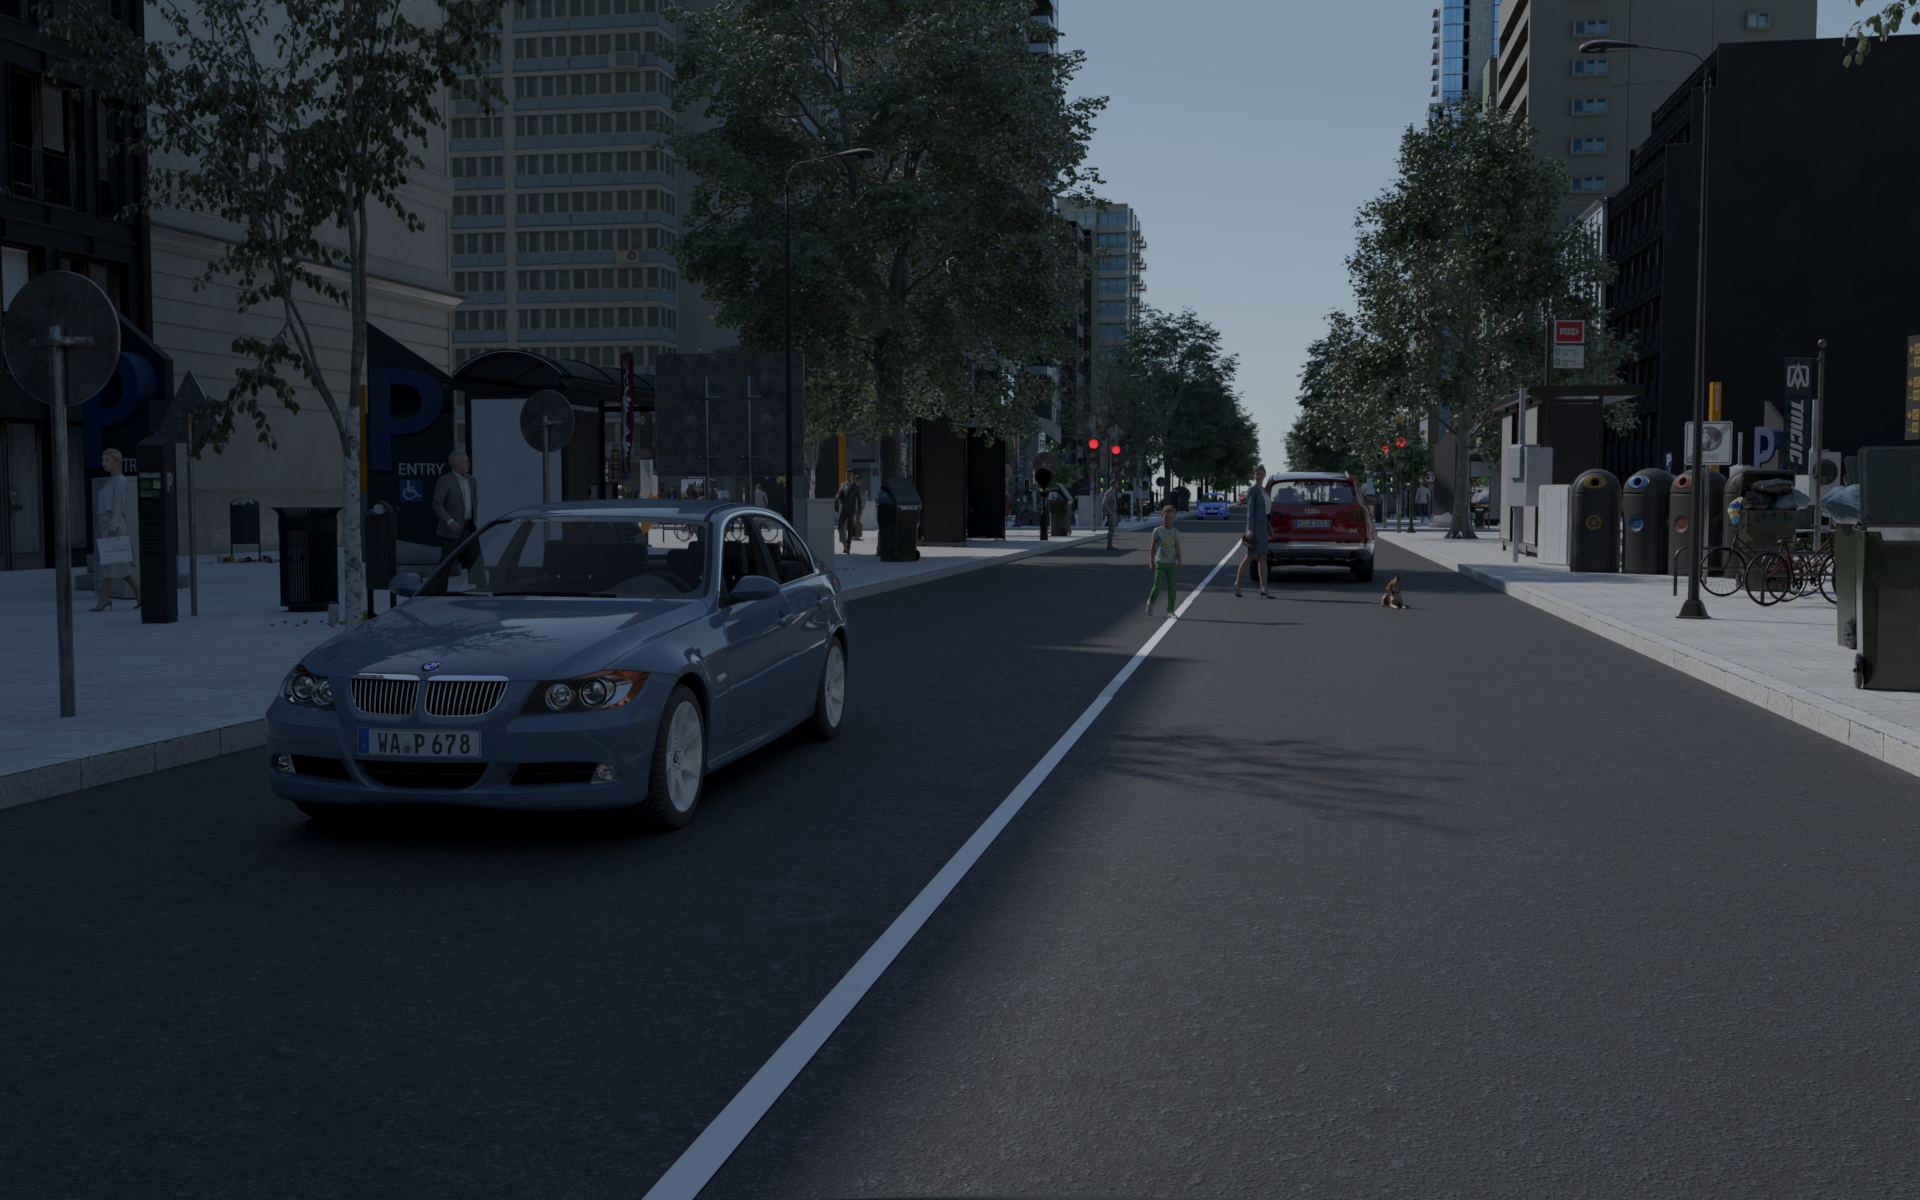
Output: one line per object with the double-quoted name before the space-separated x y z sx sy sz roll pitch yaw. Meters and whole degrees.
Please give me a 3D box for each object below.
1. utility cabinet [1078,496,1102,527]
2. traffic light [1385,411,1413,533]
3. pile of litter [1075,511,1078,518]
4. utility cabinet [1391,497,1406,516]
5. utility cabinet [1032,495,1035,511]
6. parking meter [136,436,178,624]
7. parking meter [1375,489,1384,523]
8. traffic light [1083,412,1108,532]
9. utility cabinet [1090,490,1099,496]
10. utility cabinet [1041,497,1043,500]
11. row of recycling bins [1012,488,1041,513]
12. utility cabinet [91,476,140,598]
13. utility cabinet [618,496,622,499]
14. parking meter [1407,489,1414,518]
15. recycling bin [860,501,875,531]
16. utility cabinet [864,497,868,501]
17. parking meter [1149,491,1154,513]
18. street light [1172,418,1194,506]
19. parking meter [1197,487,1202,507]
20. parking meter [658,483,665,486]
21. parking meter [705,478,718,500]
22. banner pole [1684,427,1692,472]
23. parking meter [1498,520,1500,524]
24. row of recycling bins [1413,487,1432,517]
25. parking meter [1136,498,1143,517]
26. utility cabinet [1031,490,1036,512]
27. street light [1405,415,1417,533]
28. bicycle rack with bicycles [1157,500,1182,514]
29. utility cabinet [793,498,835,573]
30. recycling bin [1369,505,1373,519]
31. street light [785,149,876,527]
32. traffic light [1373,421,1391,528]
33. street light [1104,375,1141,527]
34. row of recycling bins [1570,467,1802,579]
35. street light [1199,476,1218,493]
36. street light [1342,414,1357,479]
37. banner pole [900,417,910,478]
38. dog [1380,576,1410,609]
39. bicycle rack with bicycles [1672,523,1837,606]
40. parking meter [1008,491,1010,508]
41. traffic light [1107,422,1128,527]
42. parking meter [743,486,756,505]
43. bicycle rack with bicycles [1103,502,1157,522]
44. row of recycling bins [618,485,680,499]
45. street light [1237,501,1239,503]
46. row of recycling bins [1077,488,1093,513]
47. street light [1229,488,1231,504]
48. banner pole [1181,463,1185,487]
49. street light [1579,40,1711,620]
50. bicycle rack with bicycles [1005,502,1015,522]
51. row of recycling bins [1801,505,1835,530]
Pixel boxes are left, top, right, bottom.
"utility cabinet" 5.131 -3.492 68.261 1.020 1.237 0.306 3 5 45
"traffic light" 14.489 -4.174 57.160 0.839 4.253 0.868 1 4 11
"pile of litter" 6.955 -4.750 91.622 1.719 0.858 1.176 1 4 9
"utility cabinet" 25.432 -5.464 100.500 0.306 1.237 1.020 -2 4 -31
"utility cabinet" 3.632 -5.028 93.371 0.306 1.237 1.020 -2 4 -34
"parking meter" -7.988 -0.705 17.233 0.255 1.863 0.399 0 4 -7
"parking meter" 18.625 -4.190 76.924 0.372 1.533 0.369 0 3 0
"traffic light" 4.595 -4.285 58.981 0.839 4.253 0.868 1 4 11
"utility cabinet" 10.814 -7.820 136.529 1.173 1.500 0.318 -1 4 -11
"utility cabinet" 6.573 -8.000 141.969 0.306 1.237 1.020 -2 4 -30
"row of recycling bins" 4.395 -6.536 113.971 1.069 1.692 3.534 -1 4 -21
"utility cabinet" -10.392 -0.779 21.418 0.318 1.500 1.173 -3 5 -43
"utility cabinet" -10.320 -2.394 50.303 1.020 1.237 0.306 0 4 0
"parking meter" 24.513 -5.250 94.242 0.372 1.533 0.369 0 3 0
"recycling bin" -3.393 -2.967 61.064 0.722 1.027 0.722 -1 4 -13
"utility cabinet" -4.751 -4.440 83.747 0.306 1.237 1.020 1 4 19
"parking meter" 13.307 -6.840 120.244 0.372 1.533 0.369 0 3 0
"street light" 13.588 -8.175 106.204 1.470 5.913 1.316 1 4 11
"parking meter" 18.811 -7.969 136.010 0.399 1.863 0.255 -3 4 -38
"parking meter" -15.325 -5.089 88.923 0.255 1.863 0.399 1 4 16
"parking meter" -8.937 -3.459 62.265 0.399 1.863 0.255 2 4 29
"banner pole" 27.462 -4.590 65.062 0.863 3.779 0.401 0 4 -1
"parking meter" 23.051 -4.184 74.111 0.399 1.863 0.255 2 4 23
"row of recycling bins" 26.809 -5.703 100.355 1.069 1.692 3.534 1 4 20
"parking meter" 9.937 -5.534 96.187 0.399 1.863 0.255 0 4 8
"utility cabinet" 4.135 -5.789 103.333 0.318 1.500 1.173 2 4 31
"street light" 14.375 -5.176 57.169 1.470 5.913 1.316 1 4 11
"bicycle rack with bicycles" 13.291 -6.139 113.757 2.852 0.926 2.925 -2 4 -26
"utility cabinet" -2.178 -0.878 25.515 0.306 1.237 1.020 1 4 19
"recycling bin" 20.117 -4.499 86.107 0.722 1.027 0.722 0 4 7
"street light" -1.813 -3.120 23.551 1.470 5.913 1.316 1 4 11
"traffic light" 15.952 -4.654 65.011 0.839 4.253 0.868 1 4 11
"street light" 6.344 -5.815 67.609 1.470 5.913 1.316 1 4 11
"row of recycling bins" 11.283 -1.245 27.473 1.069 1.692 3.534 -2 4 -35
"street light" 20.179 -10.363 141.970 1.470 5.913 1.316 1 4 11
"street light" 22.279 -7.784 99.816 1.470 5.913 1.316 1 4 11
"banner pole" -1.739 -3.628 49.339 0.863 3.779 0.401 -3 4 -37
"dog" 5.569 -0.106 21.931 0.748 0.427 0.550 -3 5 -45
"bicycle rack with bicycles" 10.207 -0.465 20.981 2.925 0.926 2.852 -1 4 -8
"parking meter" 3.717 -7.715 134.550 0.372 1.533 0.369 0 3 0
"traffic light" 6.057 -4.765 66.831 0.839 4.253 0.868 1 4 11
"parking meter" -6.506 -2.760 53.530 0.372 1.533 0.369 0 3 0
"bicycle rack with bicycles" 7.280 -4.090 80.252 2.852 0.926 2.925 0 4 -7
"row of recycling bins" -14.019 -4.385 78.804 3.534 1.692 1.069 -1 4 -19
"street light" 35.379 -15.363 223.718 1.470 5.913 1.316 1 4 11
"row of recycling bins" 8.855 -6.796 118.223 1.069 1.692 3.534 2 4 25
"street light" 27.382 -12.728 180.643 1.470 5.913 1.316 1 4 11
"banner pole" 17.831 -9.082 138.508 0.401 3.779 0.863 -1 4 -12
"street light" 7.041 -2.769 17.811 1.470 5.913 1.316 1 4 11
"bicycle rack with bicycles" 1.944 -4.112 80.606 2.925 0.926 2.852 0 4 2
"row of recycling bins" 31.009 -3.397 62.654 3.534 1.692 1.069 1 4 12
